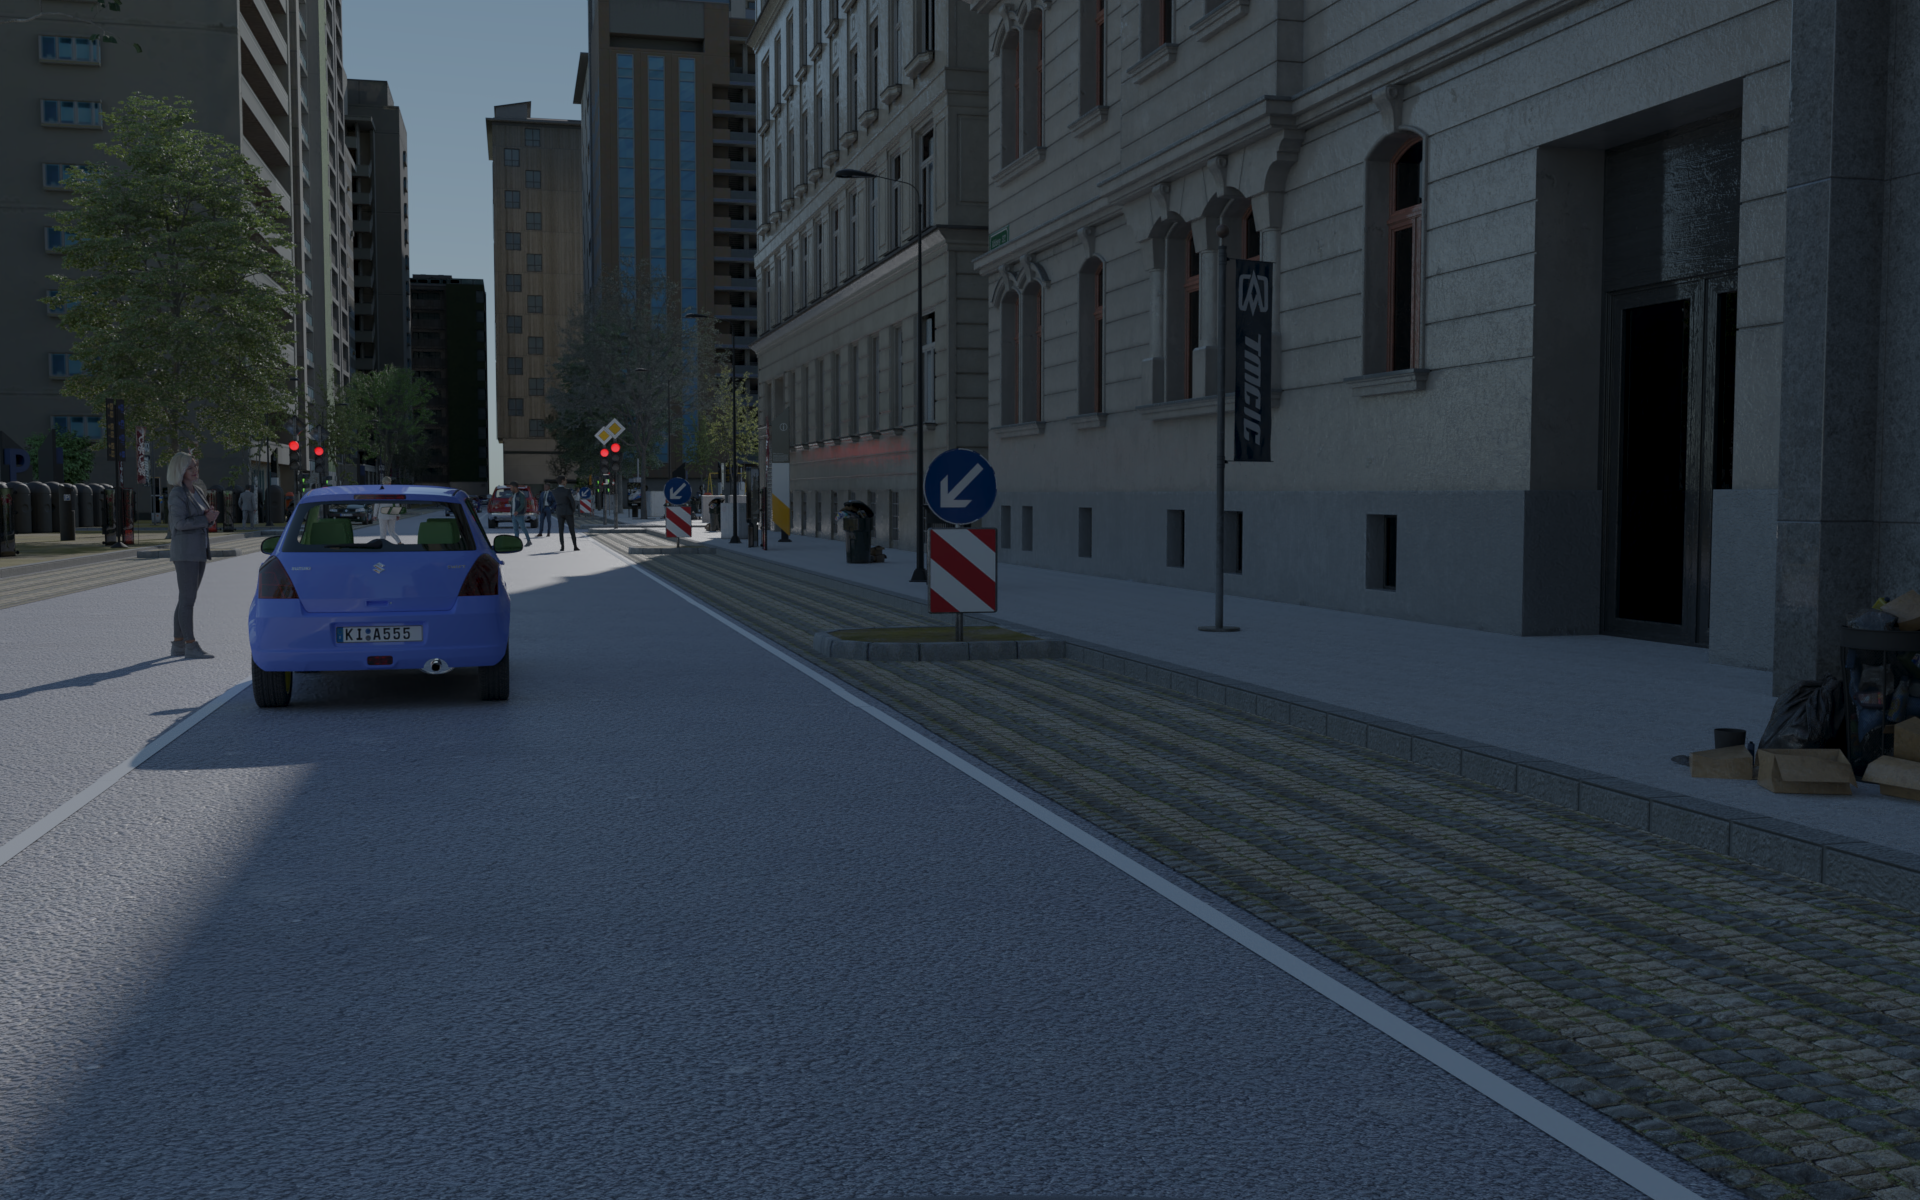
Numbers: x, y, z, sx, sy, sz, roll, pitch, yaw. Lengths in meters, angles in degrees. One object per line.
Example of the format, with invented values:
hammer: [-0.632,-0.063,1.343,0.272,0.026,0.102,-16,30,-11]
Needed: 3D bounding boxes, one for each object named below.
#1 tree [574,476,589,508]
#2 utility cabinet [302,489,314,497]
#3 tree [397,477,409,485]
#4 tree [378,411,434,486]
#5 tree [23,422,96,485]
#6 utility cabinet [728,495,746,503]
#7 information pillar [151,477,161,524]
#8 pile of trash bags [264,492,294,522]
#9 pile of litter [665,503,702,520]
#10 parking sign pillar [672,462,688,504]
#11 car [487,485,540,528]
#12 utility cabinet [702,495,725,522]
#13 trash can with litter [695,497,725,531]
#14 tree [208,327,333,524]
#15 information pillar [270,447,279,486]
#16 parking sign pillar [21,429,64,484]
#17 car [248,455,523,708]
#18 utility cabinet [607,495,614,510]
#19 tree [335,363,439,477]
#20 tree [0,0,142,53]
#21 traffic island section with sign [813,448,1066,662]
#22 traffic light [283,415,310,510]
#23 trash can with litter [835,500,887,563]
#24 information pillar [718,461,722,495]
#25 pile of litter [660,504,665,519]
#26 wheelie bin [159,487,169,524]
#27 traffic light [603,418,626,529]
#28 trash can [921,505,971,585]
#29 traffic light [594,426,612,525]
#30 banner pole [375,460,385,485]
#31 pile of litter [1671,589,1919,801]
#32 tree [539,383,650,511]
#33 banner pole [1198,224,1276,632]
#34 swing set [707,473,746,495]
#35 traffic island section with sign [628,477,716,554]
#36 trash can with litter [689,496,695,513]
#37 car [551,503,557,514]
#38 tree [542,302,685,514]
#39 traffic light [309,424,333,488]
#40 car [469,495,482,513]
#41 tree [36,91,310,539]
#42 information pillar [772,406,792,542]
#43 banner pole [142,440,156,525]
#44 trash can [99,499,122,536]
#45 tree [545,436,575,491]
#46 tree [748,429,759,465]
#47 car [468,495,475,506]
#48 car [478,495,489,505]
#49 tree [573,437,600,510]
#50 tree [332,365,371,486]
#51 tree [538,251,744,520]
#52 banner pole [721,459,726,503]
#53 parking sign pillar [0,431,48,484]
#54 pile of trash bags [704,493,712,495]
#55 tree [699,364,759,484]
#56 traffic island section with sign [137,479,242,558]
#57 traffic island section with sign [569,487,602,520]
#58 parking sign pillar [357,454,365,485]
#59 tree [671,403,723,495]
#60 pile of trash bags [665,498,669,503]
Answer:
tree: [-35.271,-10.140,160.383,1.663,3.219,1.824,0,3,0]
utility cabinet: [-31.244,-4.561,83.246,0.318,1.500,1.173,-3,5,-43]
tree: [-55.891,-11.009,174.605,1.663,3.219,1.824,0,3,0]
tree: [-50.209,-12.680,157.686,4.360,8.622,3.978,0,3,0]
tree: [-41.241,-5.852,79.387,4.285,4.588,4.351,0,3,0]
utility cabinet: [-11.874,-4.982,92.613,1.020,1.237,0.306,-2,4,-29]
information pillar: [-35.052,-4.343,75.494,0.304,2.012,0.304,-3,5,-44]
pile of trash bags: [-31.172,-4.299,80.037,1.912,1.369,3.447,-1,4,-14]
pile of litter: [-13.534,-4.421,86.242,1.719,0.858,1.176,3,4,36]
parking sign pillar: [-23.416,-9.569,144.927,1.447,3.967,1.447,2,4,24]
car: [-19.064,-3.994,73.979,2.281,1.827,5.304,-1,4,-13]
utility cabinet: [-11.186,-4.122,78.556,1.020,1.237,0.306,-1,4,-18]
trash can with litter: [-8.531,-2.959,59.768,0.624,1.170,1.055,-2,4,-34]
tree: [-29.990,-7.544,73.704,4.737,8.622,4.395,0,3,0]
information pillar: [-34.418,-5.852,87.035,0.504,3.616,0.183,2,4,30]
parking sign pillar: [-37.843,-5.115,72.107,1.447,3.967,1.447,3,4,37]
car: [-4.286,-0.213,13.075,1.945,1.707,3.694,-1,4,-16]
utility cabinet: [-28.070,-7.815,138.930,1.020,1.237,0.306,0,4,-8]
tree: [-45.118,-12.871,136.188,9.928,11.665,9.643,0,3,0]
tree: [-17.397,-10.338,24.912,12.611,20.169,13.585,0,3,0]
traffic island section with sign: [-0.283,-0.433,15.709,1.989,1.847,2.006,-1,4,-14]
traffic light: [-23.461,-4.422,61.221,0.839,4.253,0.868,-1,4,-14]
trash can with litter: [-1.818,-1.276,32.251,0.624,1.170,1.055,2,4,26]
information pillar: [-17.216,-8.123,124.170,0.183,3.616,0.504,-2,4,-31]
pile of litter: [-14.981,-4.658,90.122,1.176,0.858,1.719,-2,4,-28]
wheelie bin: [-34.103,-4.100,74.943,0.980,1.594,0.693,-2,4,-28]
traffic light: [-12.751,-4.591,63.981,0.839,4.253,0.868,-1,4,-14]
trash can: [-0.149,-0.715,23.339,0.748,1.137,0.748,0,3,0]
traffic light: [-14.739,-5.064,71.715,0.839,4.253,0.868,-1,4,-14]
banner pole: [-41.975,-8.274,125.291,0.863,3.779,0.401,0,4,-8]
pile of litter: [4.000,0.392,7.556,1.176,0.858,1.719,-2,4,-24]
tree: [-27.862,-12.162,133.269,8.767,10.594,7.601,-2,4,-23]
banner pole: [2.632,-1.607,16.295,0.863,3.779,0.401,-2,4,-32]
swing set: [-16.966,-7.969,127.905,3.119,2.851,2.862,-1,4,-21]
traffic island section with sign: [-6.984,-2.030,41.821,1.989,1.847,2.006,-1,4,-14]
trash can with litter: [-17.108,-6.215,113.001,1.055,1.170,0.624,-3,5,-39]
car: [-29.100,-6.980,126.708,1.945,1.354,3.894,-1,4,-15]
tree: [-22.630,-12.671,113.831,9.857,13.997,8.962,0,3,0]
traffic light: [-25.450,-4.895,68.956,0.839,4.253,0.868,-1,4,-14]
car: [-37.746,-7.382,133.277,1.945,1.354,3.894,-1,4,-13]
tree: [-22.565,-8.062,49.938,7.486,12.596,7.792,0,3,0]
information pillar: [-4.766,-3.357,46.247,0.504,3.616,0.183,0,4,8]
banner pole: [-33.157,-4.945,70.862,0.863,3.779,0.401,2,4,23]
trash can: [-25.642,-2.493,52.419,0.748,1.137,0.748,0,3,0]
tree: [-49.864,-16.283,216.595,4.360,8.622,3.978,0,3,0]
tree: [-14.759,-11.587,139.814,4.737,8.622,4.395,0,3,0]
car: [-32.516,-6.147,112.508,2.014,1.417,4.499,-1,4,-15]
car: [-54.615,-11.398,198.929,1.945,1.354,3.894,-1,4,-13]
tree: [-29.742,-11.607,140.144,4.737,8.622,4.395,0,3,0]
tree: [-34.988,-8.981,97.210,4.737,8.622,4.395,0,3,0]
tree: [-16.089,-10.837,87.555,12.009,13.543,11.850,0,3,0]
banner pole: [-16.726,-8.108,122.581,0.401,3.779,0.863,1,4,15]
parking sign pillar: [-40.437,-5.247,74.259,1.447,3.967,1.447,1,4,17]
pile of trash bags: [-13.887,-5.821,104.925,3.447,1.369,1.912,0,4,3]
tree: [-12.730,-9.015,97.761,4.360,8.622,3.978,0,3,0]
traffic island section with sign: [-17.605,-1.899,39.673,1.989,1.847,2.006,-1,4,-14]
traffic island section with sign: [-20.872,-5.334,95.838,1.989,1.847,2.006,-1,4,-14]
parking sign pillar: [-40.637,-7.890,117.470,1.447,3.967,1.447,-1,4,-22]
tree: [-20.245,-11.328,135.574,4.737,8.622,4.395,0,3,0]
pile of trash bags: [-21.844,-7.110,125.999,1.912,1.369,3.447,-2,4,-29]
